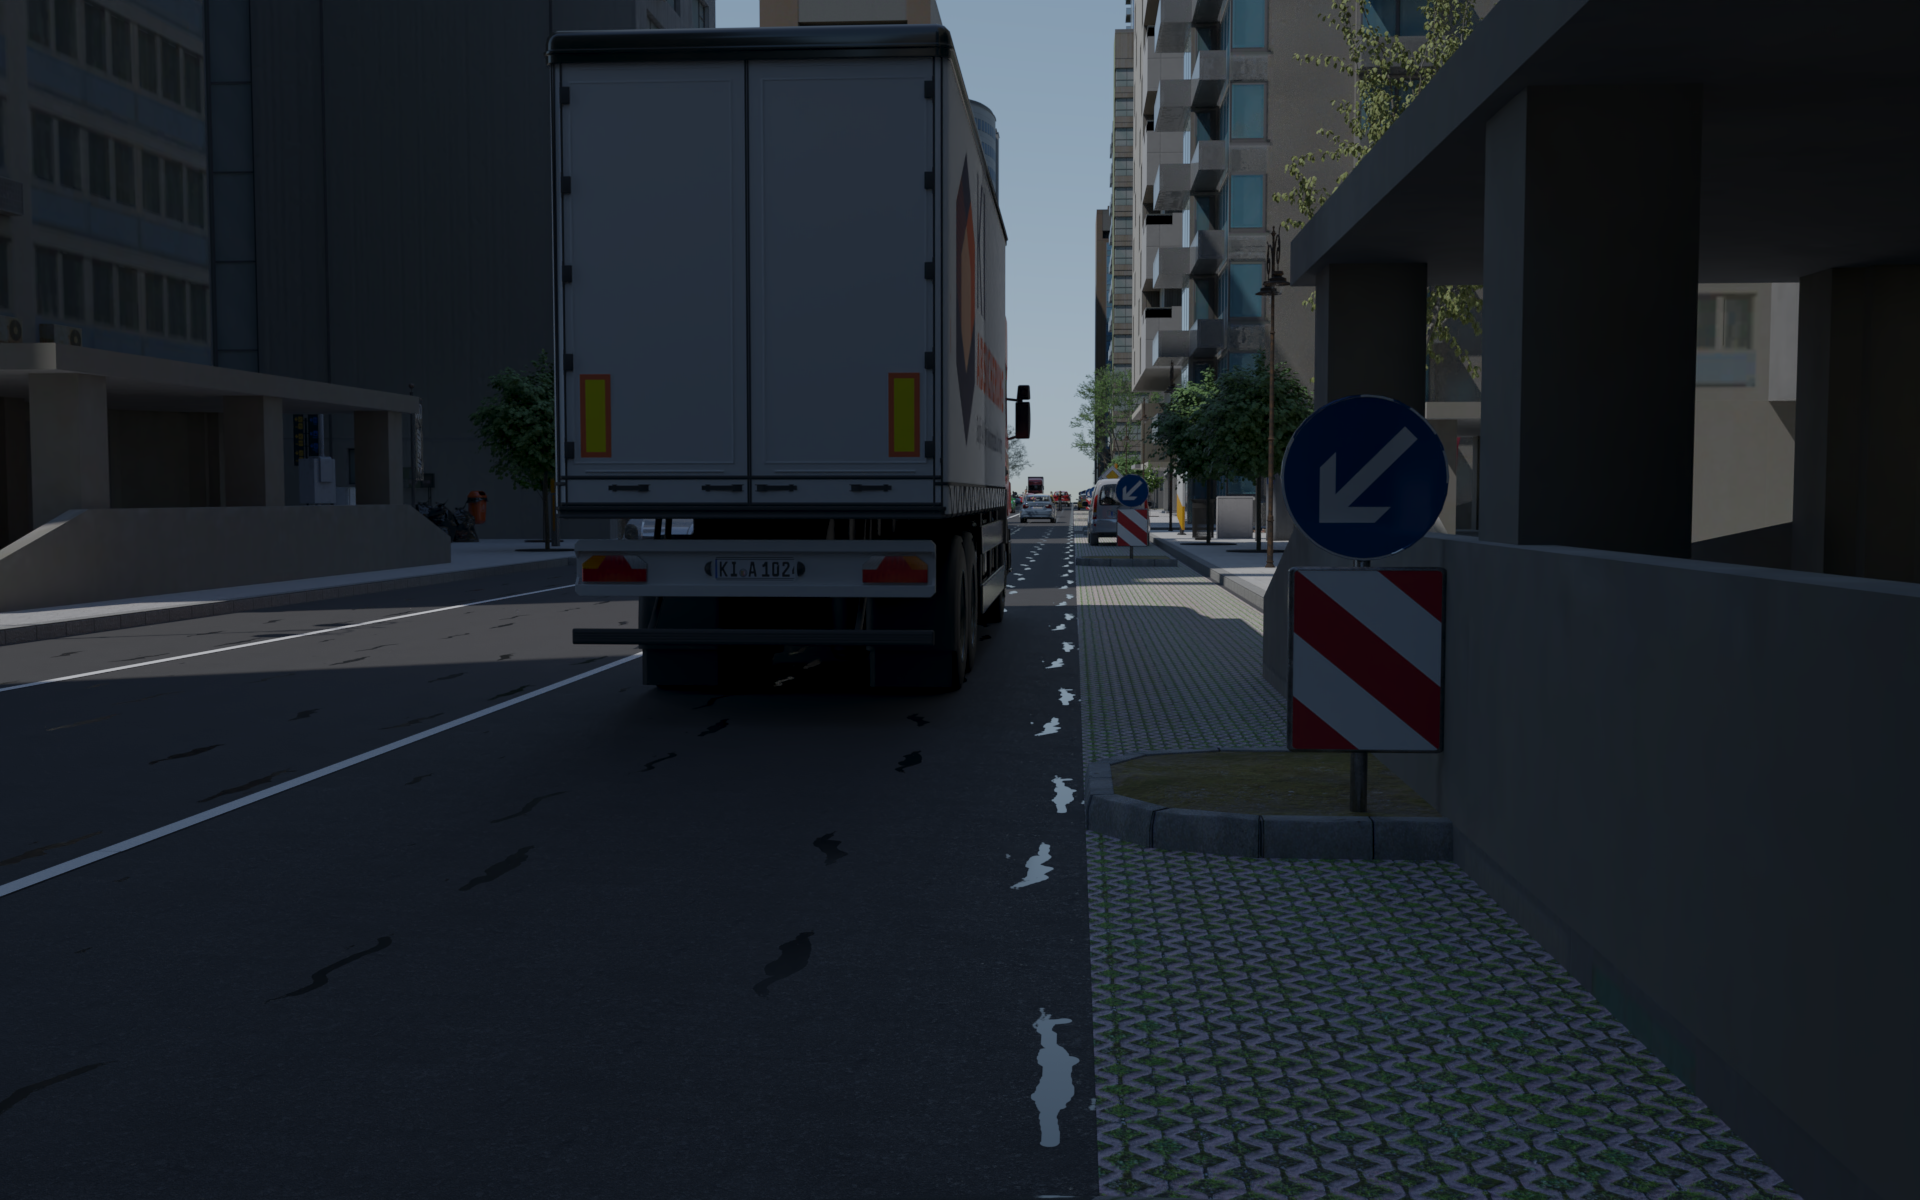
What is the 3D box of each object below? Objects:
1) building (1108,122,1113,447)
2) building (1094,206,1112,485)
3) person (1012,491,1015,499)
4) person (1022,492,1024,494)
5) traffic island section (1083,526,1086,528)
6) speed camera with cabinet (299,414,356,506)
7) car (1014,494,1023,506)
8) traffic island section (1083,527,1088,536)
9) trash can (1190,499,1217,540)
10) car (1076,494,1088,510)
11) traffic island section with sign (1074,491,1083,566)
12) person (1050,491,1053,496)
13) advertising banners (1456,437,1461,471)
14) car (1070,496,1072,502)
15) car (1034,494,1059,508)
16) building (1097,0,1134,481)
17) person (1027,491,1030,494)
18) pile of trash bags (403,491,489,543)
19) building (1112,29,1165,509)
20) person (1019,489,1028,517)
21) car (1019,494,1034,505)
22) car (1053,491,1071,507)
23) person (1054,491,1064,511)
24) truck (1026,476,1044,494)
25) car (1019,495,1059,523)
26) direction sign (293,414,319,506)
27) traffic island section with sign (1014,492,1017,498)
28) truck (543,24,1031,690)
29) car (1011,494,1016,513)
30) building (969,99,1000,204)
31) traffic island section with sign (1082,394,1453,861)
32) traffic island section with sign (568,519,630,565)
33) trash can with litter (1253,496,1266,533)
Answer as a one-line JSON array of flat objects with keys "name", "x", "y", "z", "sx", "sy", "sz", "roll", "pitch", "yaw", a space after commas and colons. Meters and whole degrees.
[{"name": "building", "x": 28.664, "y": -35.625, "z": 202.083, "sx": 23.786, "sy": 49.044, "sz": 30.456, "roll": 0, "pitch": 4, "yaw": 4}, {"name": "building", "x": 27.536, "y": -37.542, "z": 263.914, "sx": 14.600, "sy": 45.320, "sz": 14.200, "roll": 0, "pitch": 4, "yaw": 4}, {"name": "person", "x": 6.393, "y": -12.269, "z": 209.104, "sx": 0.705, "sy": 1.824, "sz": 1.348, "roll": -2, "pitch": 4, "yaw": -26}, {"name": "person", "x": 8.358, "y": -13.391, "z": 228.155, "sx": 1.217, "sy": 1.736, "sz": 0.721, "roll": 3, "pitch": 4, "yaw": 36}, {"name": "traffic island section", "x": 5.837, "y": -2.810, "z": 68.217, "sx": 2.009, "sy": 0.180, "sz": 2.903, "roll": 0, "pitch": 4, "yaw": 4}, {"name": "speed camera with cabinet", "x": -15.549, "y": -2.998, "z": 43.355, "sx": 0.660, "sy": 3.252, "sz": 2.038, "roll": 2, "pitch": 4, "yaw": 27}, {"name": "car", "x": 7.369, "y": -11.814, "z": 205.152, "sx": 2.014, "sy": 1.417, "sz": 4.499, "roll": 0, "pitch": 4, "yaw": 4}, {"name": "traffic island section", "x": 5.316, "y": -2.322, "z": 60.249, "sx": 2.009, "sy": 0.180, "sz": 2.903, "roll": 0, "pitch": 4, "yaw": 4}, {"name": "trash can", "x": 6.781, "y": -2.241, "z": 48.301, "sx": 0.748, "sy": 1.137, "sz": 0.748, "roll": 0, "pitch": 3, "yaw": 0}, {"name": "car", "x": 11.342, "y": -8.818, "z": 154.401, "sx": 2.015, "sy": 1.641, "sz": 3.980, "roll": 0, "pitch": 4, "yaw": 3}, {"name": "traffic island section with sign", "x": 3.331, "y": -1.606, "z": 34.886, "sx": 1.989, "sy": 1.847, "sz": 2.006, "roll": 0, "pitch": 4, "yaw": 4}, {"name": "person", "x": 9.299, "y": -10.334, "z": 178.249, "sx": 0.721, "sy": 1.735, "sz": 1.217, "roll": -1, "pitch": 4, "yaw": -16}, {"name": "advertising banners", "x": 13.588, "y": -3.338, "z": 50.757, "sx": 2.074, "sy": 3.025, "sz": 0.090, "roll": 1, "pitch": 4, "yaw": 23}, {"name": "car", "x": 18.079, "y": -17.585, "z": 296.561, "sx": 2.155, "sy": 1.783, "sz": 4.494, "roll": 0, "pitch": 4, "yaw": 3}, {"name": "car", "x": 5.160, "y": -5.971, "z": 107.843, "sx": 2.015, "sy": 1.641, "sz": 3.980, "roll": 0, "pitch": 4, "yaw": 3}, {"name": "building", "x": 30.541, "y": -56.709, "z": 239.855, "sx": 22.319, "sy": 86.520, "sz": 31.000, "roll": 0, "pitch": 4, "yaw": 4}, {"name": "person", "x": 9.560, "y": -14.337, "z": 242.535, "sx": 1.348, "sy": 1.869, "sz": 0.705, "roll": 2, "pitch": 4, "yaw": 26}, {"name": "pile of trash bags", "x": -13.713, "y": -2.236, "z": 46.312, "sx": 1.912, "sy": 1.369, "sz": 3.447, "roll": 1, "pitch": 4, "yaw": 17}, {"name": "building", "x": 20.727, "y": -28.892, "z": 155.981, "sx": 14.154, "sy": 41.232, "sz": 14.086, "roll": 0, "pitch": 4, "yaw": 4}, {"name": "person", "x": 3.800, "y": -5.607, "z": 100.927, "sx": 0.760, "sy": 1.731, "sz": 0.466, "roll": 1, "pitch": 4, "yaw": 14}, {"name": "car", "x": 7.836, "y": -11.501, "z": 197.085, "sx": 2.155, "sy": 1.783, "sz": 4.494, "roll": 0, "pitch": 4, "yaw": 3}, {"name": "car", "x": 11.516, "y": -11.531, "z": 197.203, "sx": 2.281, "sy": 1.827, "sz": 5.304, "roll": 0, "pitch": 4, "yaw": 4}, {"name": "person", "x": 8.387, "y": -8.376, "z": 146.271, "sx": 0.721, "sy": 1.723, "sz": 1.217, "roll": -3, "pitch": 5, "yaw": -41}, {"name": "truck", "x": 12.151, "y": -17.686, "z": 278.075, "sx": 2.839, "sy": 4.237, "sz": 11.283, "roll": 0, "pitch": 4, "yaw": 4}, {"name": "car", "x": 3.942, "y": -4.587, "z": 87.000, "sx": 2.014, "sy": 1.417, "sz": 4.499, "roll": 0, "pitch": 4, "yaw": 5}, {"name": "direction sign", "x": -18.209, "y": -3.443, "z": 48.295, "sx": 0.379, "sy": 3.537, "sz": 0.876, "roll": 2, "pitch": 4, "yaw": 26}, {"name": "traffic island section with sign", "x": 8.979, "y": -16.477, "z": 278.025, "sx": 1.989, "sy": 1.847, "sz": 2.006, "roll": 0, "pitch": 4, "yaw": 4}, {"name": "truck", "x": -0.895, "y": -1.659, "z": 16.032, "sx": 2.839, "sy": 4.237, "sz": 11.283, "roll": 0, "pitch": 4, "yaw": 4}, {"name": "car", "x": 3.216, "y": -7.393, "z": 129.676, "sx": 1.959, "sy": 1.807, "sz": 4.718, "roll": 0, "pitch": 4, "yaw": 4}, {"name": "building", "x": -5.358, "y": -43.615, "z": 255.098, "sx": 21.231, "sy": 58.520, "sz": 28.212, "roll": 0, "pitch": 4, "yaw": 4}, {"name": "traffic island section with sign", "x": 1.557, "y": 0.058, "z": 7.684, "sx": 1.989, "sy": 1.847, "sz": 2.006, "roll": 0, "pitch": 4, "yaw": 4}, {"name": "traffic island section with sign", "x": -6.849, "y": -1.658, "z": 35.734, "sx": 1.989, "sy": 1.847, "sz": 2.006, "roll": 0, "pitch": 4, "yaw": 4}, {"name": "trash can with litter", "x": 9.817, "y": -2.840, "z": 57.492, "sx": 1.678, "sy": 1.210, "sz": 2.233, "roll": -1, "pitch": 4, "yaw": -16}]
